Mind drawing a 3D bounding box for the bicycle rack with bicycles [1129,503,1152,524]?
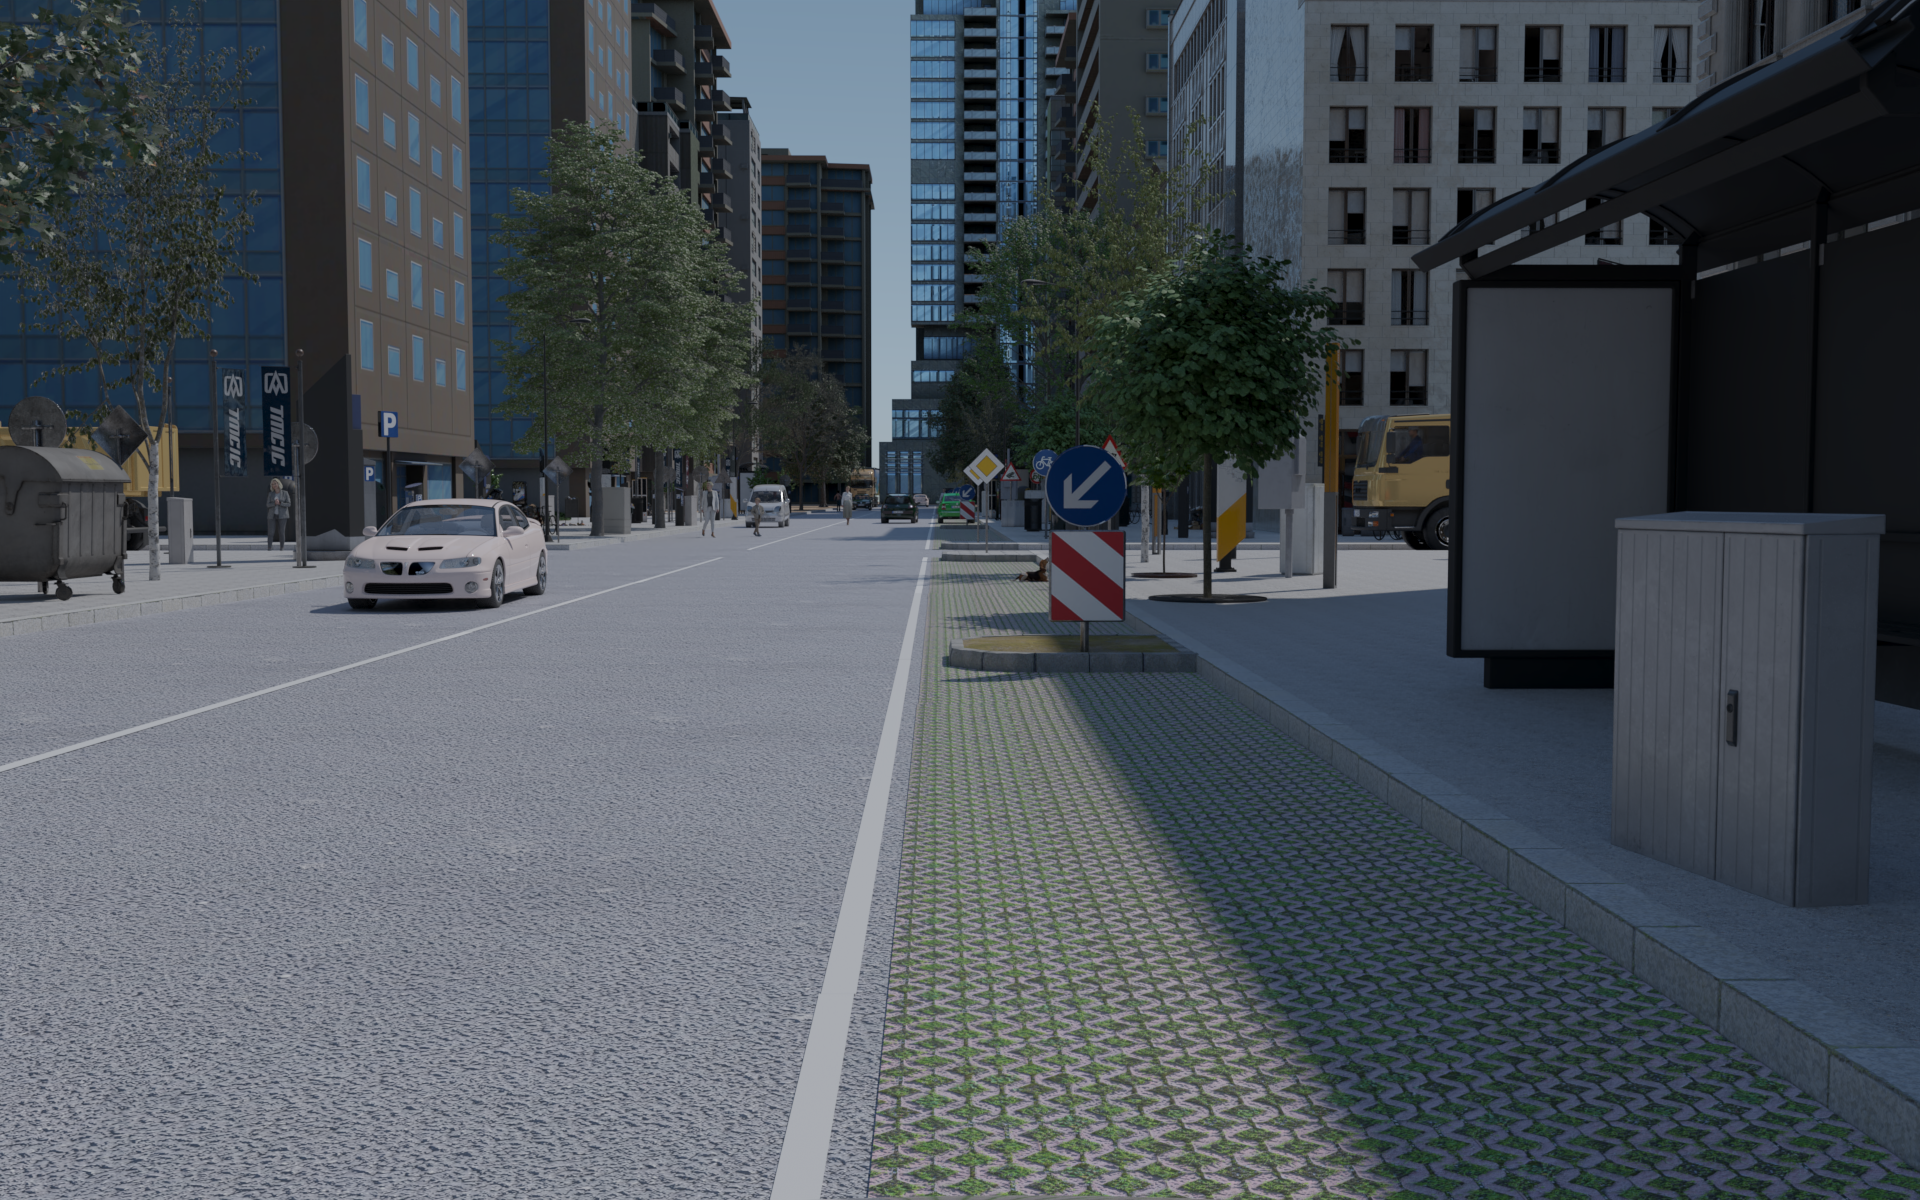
[{"bbox_3d":[6.601,-3.698,73.844,2.852,0.926,2.925,-2,4,-34],"label":"bicycle rack with bicycles"}]

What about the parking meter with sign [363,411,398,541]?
[{"bbox_3d":[-12.816,-2.481,36.817,1.738,3.016,0.543,1,4,20],"label":"parking meter with sign"}]

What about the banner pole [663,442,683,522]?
[{"bbox_3d":[-13.529,-5.649,82.371,0.863,3.779,0.401,2,4,28],"label":"banner pole"}]

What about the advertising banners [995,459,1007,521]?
[{"bbox_3d":[2.020,-5.406,84.575,0.090,3.025,2.074,1,4,16],"label":"advertising banners"}]

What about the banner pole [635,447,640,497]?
[{"bbox_3d":[-15.085,-5.566,81.022,0.401,3.779,0.863,-2,4,-29],"label":"banner pole"}]

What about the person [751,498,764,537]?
[{"bbox_3d":[-6.812,-2.792,58.427,0.475,1.303,0.640,-3,4,-38],"label":"person"}]

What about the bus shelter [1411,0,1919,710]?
[{"bbox_3d":[4.045,-0.913,8.858,2.014,3.302,5.546,0,4,-1],"label":"bus shelter"}]

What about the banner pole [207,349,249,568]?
[{"bbox_3d":[-12.810,-2.464,30.296,0.401,3.779,0.863,2,4,29],"label":"banner pole"}]

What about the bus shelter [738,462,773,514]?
[{"bbox_3d":[-13.400,-7.266,112.723,2.014,3.302,5.546,0,4,-1],"label":"bus shelter"}]

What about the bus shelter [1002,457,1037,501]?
[{"bbox_3d":[3.149,-5.963,91.415,2.014,3.302,5.546,0,4,-1],"label":"bus shelter"}]

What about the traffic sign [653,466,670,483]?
[{"bbox_3d":[-13.265,-4.707,77.062,0.768,2.556,0.104,0,4,4],"label":"traffic sign"}]

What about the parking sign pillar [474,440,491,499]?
[{"bbox_3d":[-23.778,-5.985,86.325,1.447,3.967,1.447,0,4,2],"label":"parking sign pillar"}]

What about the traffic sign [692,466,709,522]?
[{"bbox_3d":[-11.722,-4.783,78.307,0.768,2.556,0.104,0,4,1],"label":"traffic sign"}]

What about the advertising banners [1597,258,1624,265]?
[{"bbox_3d":[4.383,-0.999,12.515,0.090,3.025,2.074,3,5,41],"label":"advertising banners"}]

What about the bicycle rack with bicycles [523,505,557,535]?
[{"bbox_3d":[-13.568,-2.465,53.680,2.852,0.926,2.925,2,4,29],"label":"bicycle rack with bicycles"}]

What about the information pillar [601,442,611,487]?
[{"bbox_3d":[-15.020,-5.011,73.279,0.504,3.616,0.183,-2,4,-35],"label":"information pillar"}]

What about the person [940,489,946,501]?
[{"bbox_3d":[-1.041,-6.436,113.949,0.478,1.798,0.641,2,4,32],"label":"person"}]

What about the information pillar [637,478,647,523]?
[{"bbox_3d":[-14.347,-4.510,78.235,0.304,2.012,0.304,3,5,43],"label":"information pillar"}]

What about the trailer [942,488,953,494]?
[{"bbox_3d":[-1.168,-9.651,164.835,1.471,1.999,3.904,0,4,-2],"label":"trailer"}]

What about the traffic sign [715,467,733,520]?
[{"bbox_3d":[-11.507,-5.157,84.315,0.884,2.594,0.081,0,4,2],"label":"traffic sign"}]

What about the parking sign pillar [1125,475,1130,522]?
[{"bbox_3d":[7.454,-5.814,83.528,1.447,3.967,1.447,3,4,37],"label":"parking sign pillar"}]

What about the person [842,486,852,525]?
[{"bbox_3d":[-5.194,-4.353,79.903,0.478,1.798,0.641,1,4,9],"label":"person"}]

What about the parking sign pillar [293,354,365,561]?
[{"bbox_3d":[-12.298,-2.774,33.819,1.447,3.967,1.447,2,4,24],"label":"parking sign pillar"}]

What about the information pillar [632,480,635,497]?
[{"bbox_3d":[-16.705,-5.176,89.115,0.304,2.012,0.304,-1,4,-12],"label":"information pillar"}]

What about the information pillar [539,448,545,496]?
[{"bbox_3d":[-21.012,-5.855,87.083,0.183,3.616,0.504,-2,4,-32],"label":"information pillar"}]

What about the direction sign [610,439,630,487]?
[{"bbox_3d":[-13.959,-4.845,71.212,0.876,3.537,0.379,-3,5,-40],"label":"direction sign"}]

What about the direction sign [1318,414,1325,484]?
[{"bbox_3d":[10.390,-3.519,49.528,0.379,3.537,0.876,2,4,32],"label":"direction sign"}]

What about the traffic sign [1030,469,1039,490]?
[{"bbox_3d":[3.816,-5.207,85.239,0.768,2.556,0.104,0,4,7],"label":"traffic sign"}]

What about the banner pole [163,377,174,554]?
[{"bbox_3d":[-16.810,-2.869,36.921,0.401,3.779,0.863,-2,4,-25],"label":"banner pole"}]

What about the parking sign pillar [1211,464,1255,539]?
[{"bbox_3d":[7.869,-3.787,50.397,1.447,3.967,1.447,3,5,41],"label":"parking sign pillar"}]

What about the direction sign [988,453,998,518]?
[{"bbox_3d":[1.630,-6.266,94.449,0.876,3.537,0.379,0,4,4],"label":"direction sign"}]

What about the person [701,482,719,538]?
[{"bbox_3d":[-8.292,-2.991,57.283,0.514,1.842,0.818,-2,4,-30],"label":"person"}]

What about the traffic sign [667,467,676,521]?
[{"bbox_3d":[-13.506,-4.897,80.173,0.768,2.556,0.104,0,4,5],"label":"traffic sign"}]

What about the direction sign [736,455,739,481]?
[{"bbox_3d":[-13.171,-6.684,101.280,0.379,3.537,0.876,2,4,26],"label":"direction sign"}]

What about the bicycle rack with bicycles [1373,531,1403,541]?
[{"bbox_3d":[12.707,-2.117,47.996,2.925,0.926,2.852,-1,4,-21],"label":"bicycle rack with bicycles"}]

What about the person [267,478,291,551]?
[{"bbox_3d":[-16.158,-1.980,41.055,0.537,1.800,0.526,0,4,-5],"label":"person"}]

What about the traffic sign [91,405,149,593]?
[{"bbox_3d":[-10.907,-1.303,22.496,0.795,2.450,0.064,0,4,7],"label":"traffic sign"}]

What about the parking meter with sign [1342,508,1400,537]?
[{"bbox_3d":[12.454,-3.431,52.353,1.738,3.016,0.543,0,4,7],"label":"parking meter with sign"}]

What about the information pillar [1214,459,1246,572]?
[{"bbox_3d":[4.448,-2.267,28.428,0.504,3.616,0.183,-1,4,-8],"label":"information pillar"}]

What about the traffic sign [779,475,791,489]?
[{"bbox_3d":[-11.563,-6.994,114.465,0.768,2.556,0.104,0,4,1],"label":"traffic sign"}]

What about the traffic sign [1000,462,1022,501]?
[{"bbox_3d":[2.058,-4.286,70.075,0.884,2.594,0.081,0,4,1],"label":"traffic sign"}]

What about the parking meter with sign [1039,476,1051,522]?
[{"bbox_3d":[4.027,-5.107,79.766,0.543,3.016,1.738,-1,4,-21],"label":"parking meter with sign"}]

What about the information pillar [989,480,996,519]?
[{"bbox_3d":[1.688,-5.225,89.927,0.304,2.012,0.304,-2,4,-31],"label":"information pillar"}]

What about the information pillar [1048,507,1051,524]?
[{"bbox_3d":[4.012,-5.055,73.996,0.183,3.616,0.504,3,5,42],"label":"information pillar"}]

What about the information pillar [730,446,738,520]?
[{"bbox_3d":[-11.165,-5.751,85.376,0.183,3.616,0.504,-3,4,-38],"label":"information pillar"}]

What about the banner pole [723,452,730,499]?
[{"bbox_3d":[-14.075,-6.996,104.407,0.401,3.779,0.863,2,4,35],"label":"banner pole"}]

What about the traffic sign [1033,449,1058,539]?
[{"bbox_3d":[2.460,-3.016,49.422,0.768,2.556,0.104,0,4,3],"label":"traffic sign"}]

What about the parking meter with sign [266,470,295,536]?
[{"bbox_3d":[-20.089,-3.376,51.458,1.738,3.016,0.543,3,5,43],"label":"parking meter with sign"}]

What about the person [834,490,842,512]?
[{"bbox_3d":[-9.872,-8.100,141.640,1.217,1.736,0.721,3,5,41],"label":"person"}]

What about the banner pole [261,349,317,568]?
[{"bbox_3d":[-11.603,-2.439,29.897,0.863,3.779,0.401,-2,4,-28],"label":"banner pole"}]

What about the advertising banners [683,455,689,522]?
[{"bbox_3d":[-12.575,-5.055,78.830,0.090,3.025,2.074,-1,4,-21],"label":"advertising banners"}]
